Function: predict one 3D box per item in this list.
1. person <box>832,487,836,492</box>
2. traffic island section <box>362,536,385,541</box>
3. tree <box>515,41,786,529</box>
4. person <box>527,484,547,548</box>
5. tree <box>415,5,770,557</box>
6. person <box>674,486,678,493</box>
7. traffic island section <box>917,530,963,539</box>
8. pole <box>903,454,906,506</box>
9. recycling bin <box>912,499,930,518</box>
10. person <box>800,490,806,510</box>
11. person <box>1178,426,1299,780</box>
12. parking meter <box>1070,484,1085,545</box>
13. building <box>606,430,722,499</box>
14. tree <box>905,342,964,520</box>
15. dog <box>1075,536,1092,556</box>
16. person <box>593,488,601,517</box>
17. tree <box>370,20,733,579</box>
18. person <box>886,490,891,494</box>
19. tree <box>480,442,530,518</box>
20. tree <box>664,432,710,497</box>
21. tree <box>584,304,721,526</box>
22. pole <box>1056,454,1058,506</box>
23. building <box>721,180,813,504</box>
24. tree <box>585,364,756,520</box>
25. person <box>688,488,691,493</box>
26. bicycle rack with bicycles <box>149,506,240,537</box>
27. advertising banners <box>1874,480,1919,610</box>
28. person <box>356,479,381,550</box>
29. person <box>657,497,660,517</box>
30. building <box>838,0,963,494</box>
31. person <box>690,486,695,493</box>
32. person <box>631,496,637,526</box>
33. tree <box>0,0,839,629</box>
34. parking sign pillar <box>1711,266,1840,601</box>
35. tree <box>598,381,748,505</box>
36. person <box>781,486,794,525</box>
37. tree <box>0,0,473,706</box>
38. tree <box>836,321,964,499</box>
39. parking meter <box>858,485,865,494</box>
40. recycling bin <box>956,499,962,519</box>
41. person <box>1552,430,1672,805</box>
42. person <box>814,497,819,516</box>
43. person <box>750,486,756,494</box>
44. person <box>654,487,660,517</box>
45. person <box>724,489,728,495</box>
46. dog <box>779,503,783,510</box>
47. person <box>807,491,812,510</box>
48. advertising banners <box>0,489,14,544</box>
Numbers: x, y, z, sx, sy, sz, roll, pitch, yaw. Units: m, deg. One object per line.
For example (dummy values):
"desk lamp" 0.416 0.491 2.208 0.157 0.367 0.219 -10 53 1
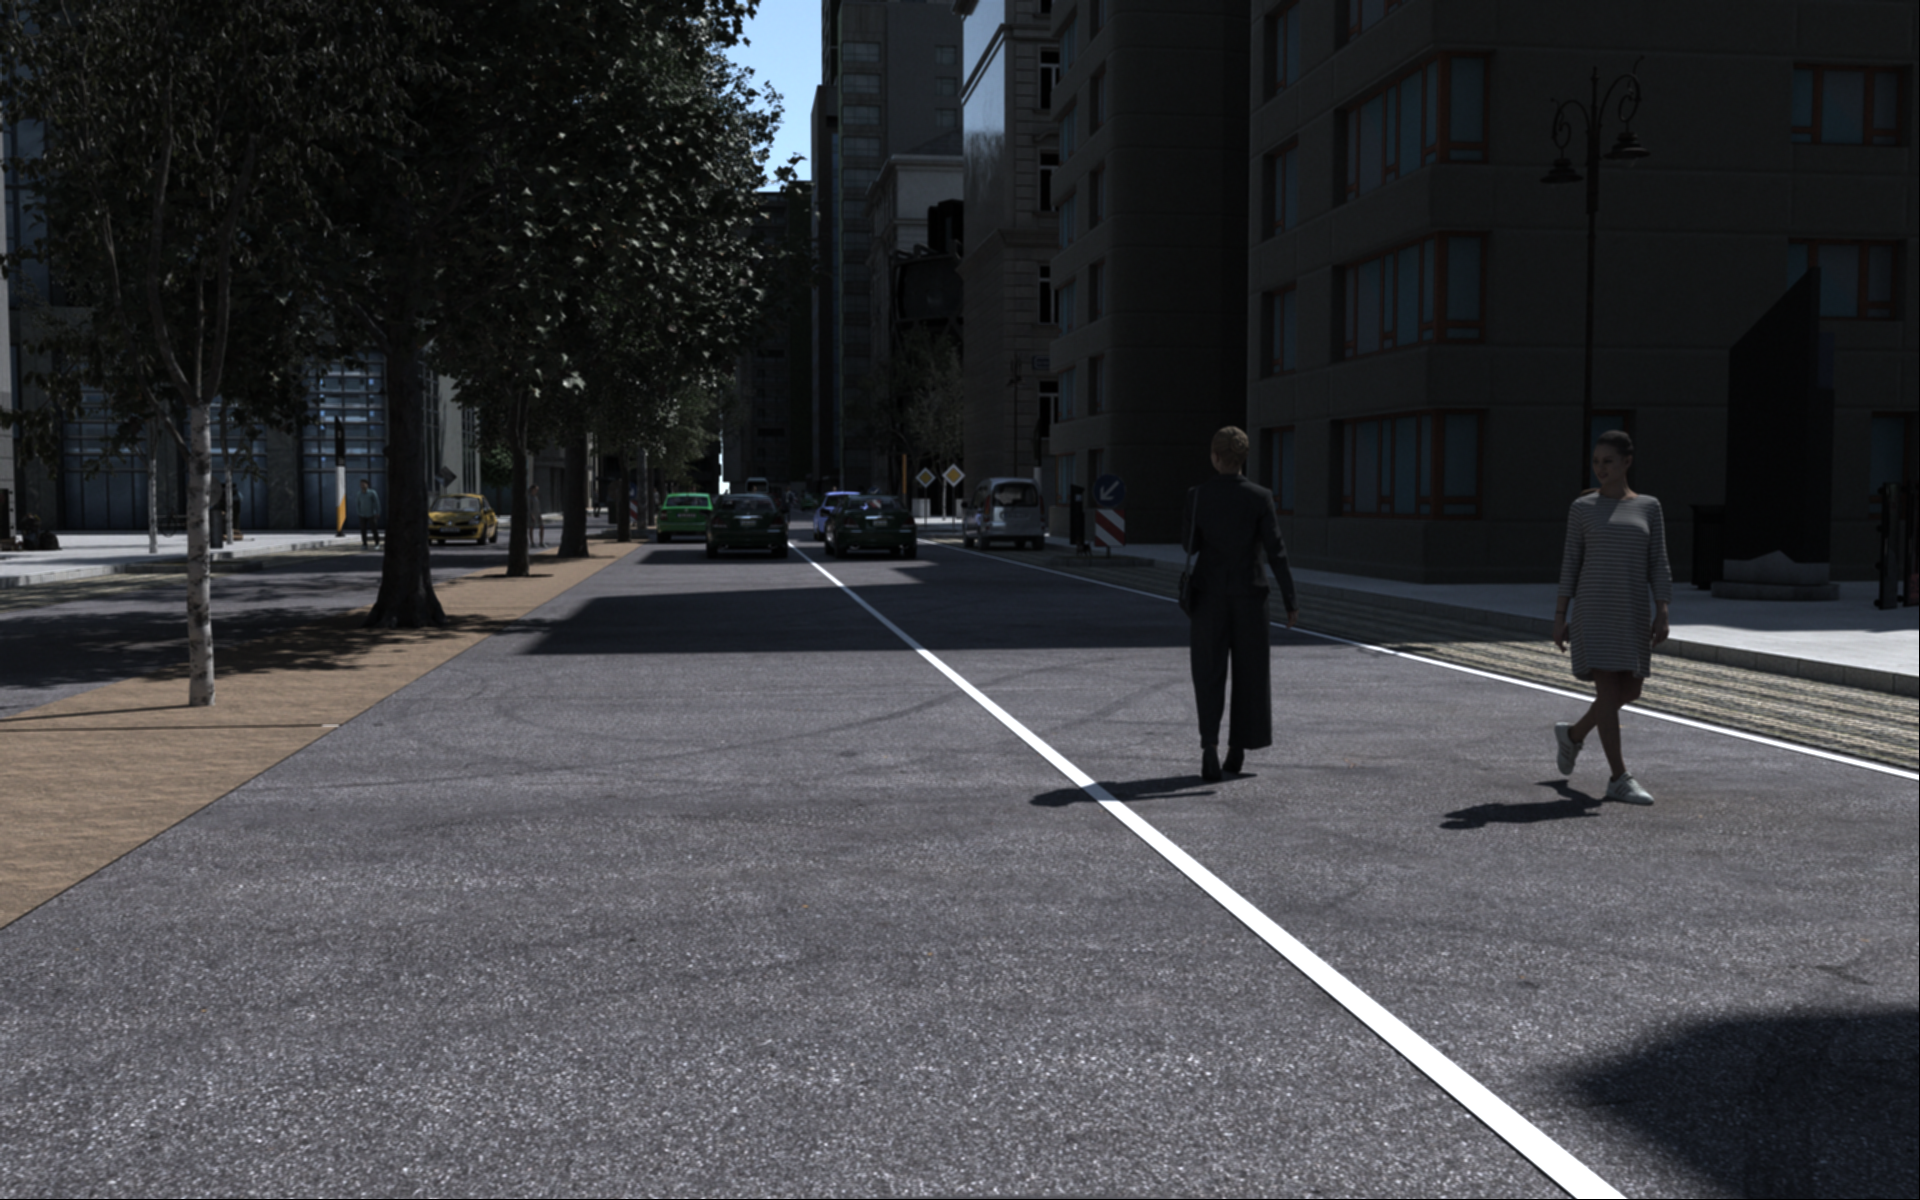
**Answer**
"person" -5.789 -4.322 79.588 0.576 1.772 0.534 0 4 3
"traffic island section" -17.328 -1.941 54.021 2.009 0.180 2.903 0 4 -8
"tree" -13.590 -12.762 67.005 12.611 20.169 13.585 0 3 0
"person" -11.379 -2.251 46.304 0.522 1.701 0.512 1 4 20
"tree" -8.830 -7.952 39.123 9.857 13.997 8.962 0 3 0
"person" -10.778 -3.392 64.638 0.598 1.740 0.731 1 4 22
"traffic island section" -0.189 -2.081 56.311 2.009 0.180 2.903 0 4 -8
"pole" -2.863 -5.816 88.941 0.158 3.312 0.155 0 3 0
"recycling bin" -2.096 -4.926 93.100 0.722 1.027 0.722 -3 5 -41
"person" -14.173 -9.068 156.758 0.705 1.824 1.348 2 4 23
"person" 1.393 0.009 8.773 0.576 1.772 0.534 0 4 -6
"parking meter" 2.970 -2.165 43.816 0.372 1.533 0.369 0 3 0
"building" -42.633 -37.031 229.163 21.600 48.544 21.300 0 4 -8
"tree" -0.784 -8.220 84.754 4.360 8.622 3.978 0 3 0
"dog" 2.706 -1.134 37.825 0.406 0.507 0.540 0 4 -2
"person" -22.314 -5.975 106.375 0.473 1.802 0.592 2 4 25
"tree" -7.467 -6.184 29.314 9.928 11.665 9.643 0 3 0
"person" -2.908 -3.643 69.871 0.330 1.601 0.589 -1 4 -16
"tree" -25.061 -6.733 93.799 4.285 4.588 4.351 0 3 0
"tree" -18.453 -9.841 113.712 4.737 8.622 4.395 0 3 0
"tree" -13.986 -9.593 77.429 7.486 12.596 7.792 0 3 0
"pole" 3.661 -4.307 64.255 0.158 3.312 0.155 0 3 0
"building" -24.398 -33.276 227.663 14.086 41.232 14.154 0 4 -8
"tree" -16.280 -11.128 94.766 12.009 13.543 11.850 0 3 0
"person" -15.577 -5.565 99.827 0.374 1.781 0.599 2 4 28
"bicycle rack with bicycles" -22.873 -2.379 52.279 2.852 0.926 2.925 1 4 15
"advertising banners" 10.883 -1.440 19.725 2.074 3.025 0.090 -3 5 -43
"person" -15.229 -2.210 44.652 0.660 1.820 0.620 0 4 2
"person" -18.840 -5.829 108.476 0.373 1.253 0.362 0 4 -5
"building" -3.478 -28.435 148.505 14.154 41.232 14.086 0 4 -8
"person" -11.287 -3.943 73.243 0.678 1.792 0.850 -2 4 -28
"person" -14.606 -4.251 78.102 0.616 1.811 0.778 -2 4 -32
"tree" -6.015 -6.060 18.551 9.611 12.733 9.660 0 3 0
"parking sign pillar" 10.062 -2.007 21.279 1.447 3.967 1.447 -1 4 -18
"tree" -14.606 -9.066 85.104 8.767 10.594 7.601 0 4 -8
"person" -8.143 -4.451 81.464 0.721 1.800 0.419 1 4 12
"tree" -5.159 -3.598 11.654 4.360 8.622 3.978 0 3 0
"tree" -2.500 -9.769 94.134 8.767 10.594 7.601 -1 4 -9
"parking meter" -6.552 -6.705 115.336 0.399 1.863 0.255 -1 4 -18
"recycling bin" 0.187 -4.689 89.215 0.722 1.027 0.722 0 4 8
"person" 3.078 0.059 8.292 0.466 1.731 0.760 -1 4 -20
"person" -9.383 -6.105 112.997 0.332 1.250 0.352 0 4 5
"person" -9.637 -4.439 81.180 0.767 1.812 0.694 1 4 17
"person" -18.884 -6.031 106.960 0.661 1.843 0.795 -2 4 -27
"person" -19.321 -8.296 144.013 0.599 1.838 0.709 1 4 23
"dog" -13.121 -6.610 124.904 0.800 0.831 0.513 0 4 1
"person" -13.847 -9.088 158.026 0.436 1.711 0.756 -3 4 -38
"advertising banners" -23.434 -2.751 41.163 2.074 3.025 0.090 1 4 13
